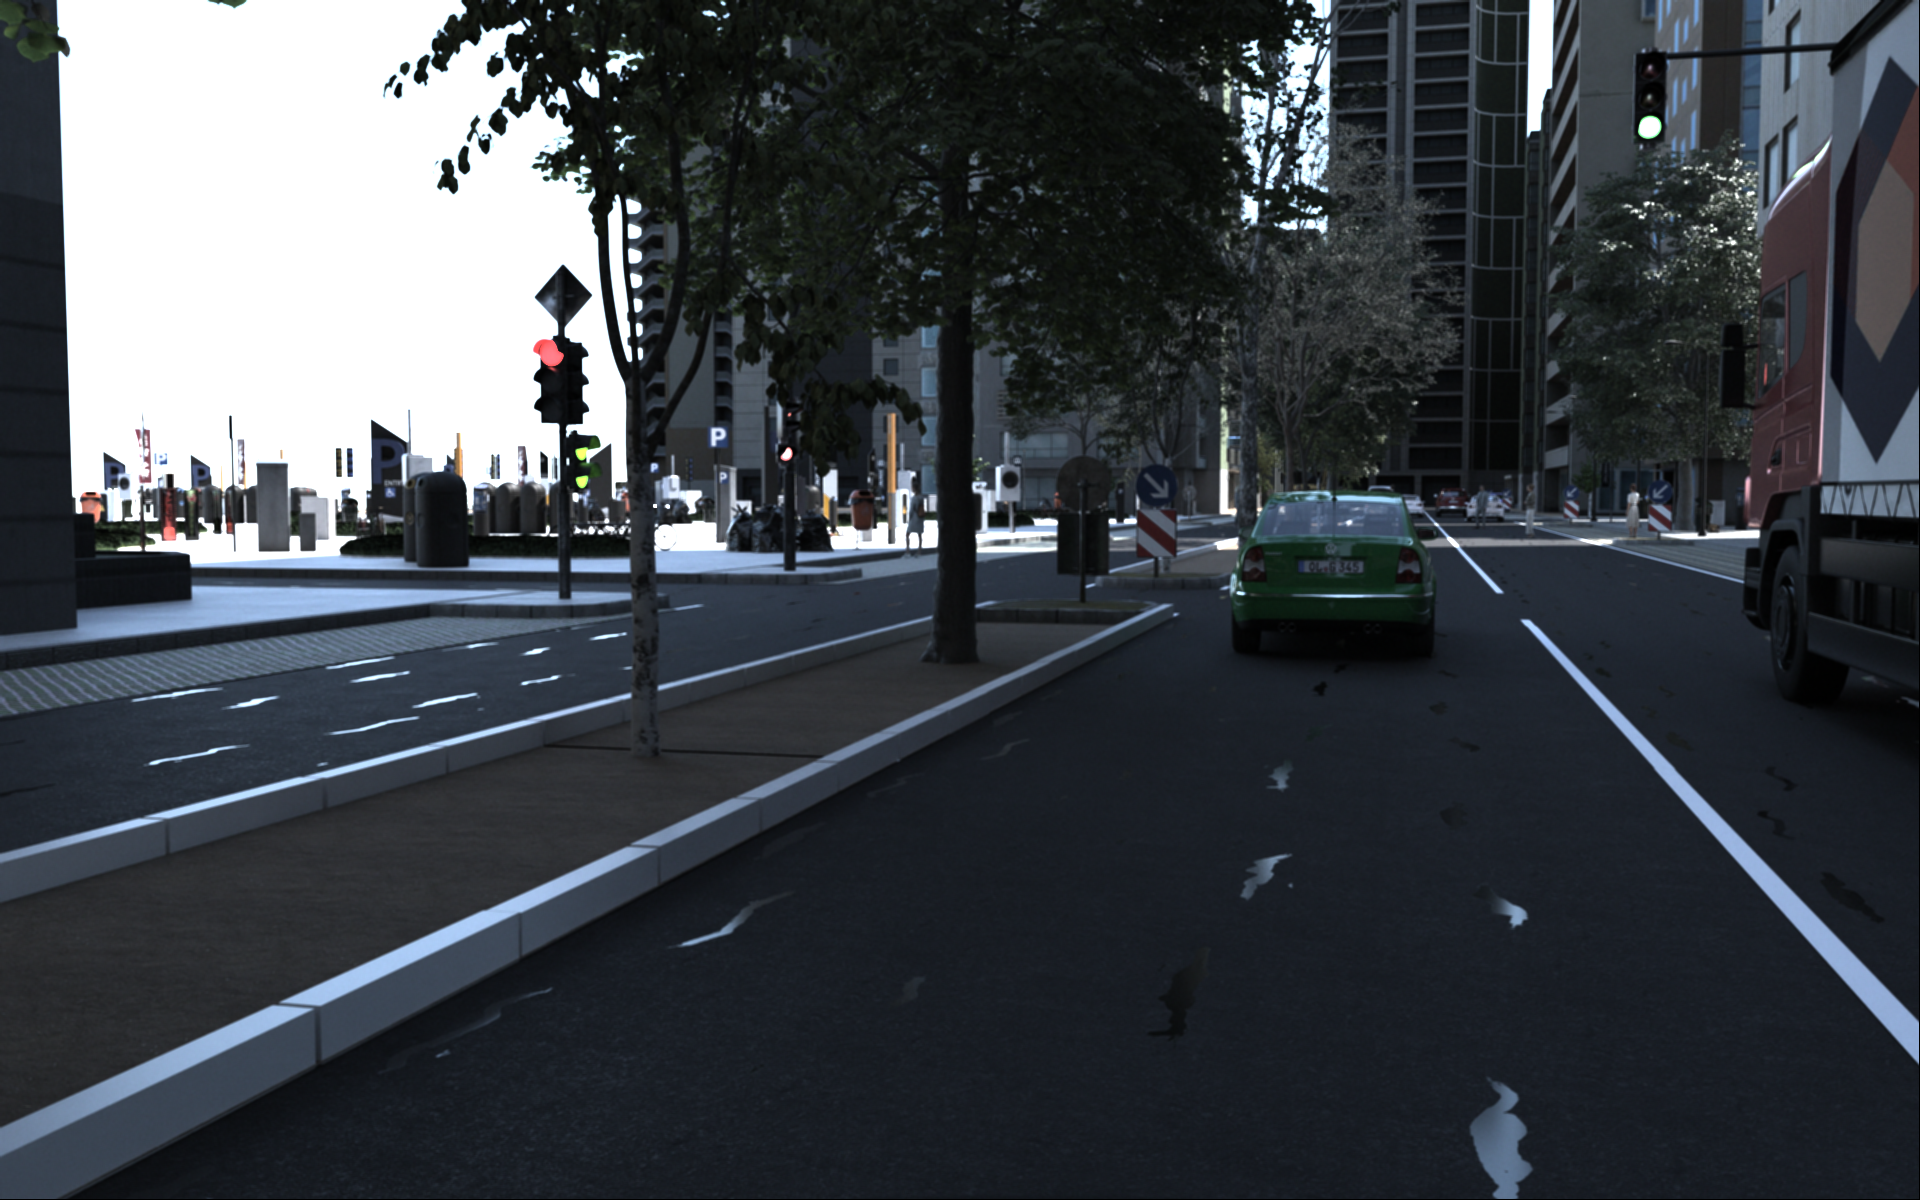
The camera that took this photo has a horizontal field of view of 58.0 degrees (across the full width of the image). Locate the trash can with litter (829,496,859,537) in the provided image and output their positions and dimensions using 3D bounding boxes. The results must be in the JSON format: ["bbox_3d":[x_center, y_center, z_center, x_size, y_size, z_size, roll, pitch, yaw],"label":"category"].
[{"bbox_3d":[-3.693,-2.531,52.446,1.678,1.210,2.233,0,4,2],"label":"trash can with litter"}]

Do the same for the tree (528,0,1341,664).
[{"bbox_3d":[-0.053,-5.762,14.799,7.486,12.596,7.792,0,3,0],"label":"tree"}]

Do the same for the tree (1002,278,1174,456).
[{"bbox_3d":[5.132,-8.267,69.575,7.601,10.594,8.767,1,4,12],"label":"tree"}]

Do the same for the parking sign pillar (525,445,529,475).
[{"bbox_3d":[-23.932,-6.518,95.039,1.447,3.967,1.447,-1,4,-18],"label":"parking sign pillar"}]

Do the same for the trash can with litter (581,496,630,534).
[{"bbox_3d":[-10.792,-2.531,52.441,2.233,1.210,1.678,-1,4,-23],"label":"trash can with litter"}]

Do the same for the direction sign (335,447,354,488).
[{"bbox_3d":[-29.779,-5.617,83.840,0.876,3.537,0.379,0,4,-3],"label":"direction sign"}]

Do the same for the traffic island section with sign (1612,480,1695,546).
[{"bbox_3d":[19.538,-2.463,48.900,1.989,1.847,2.006,1,4,14],"label":"traffic island section with sign"}]

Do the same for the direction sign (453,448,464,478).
[{"bbox_3d":[-24.643,-5.701,85.200,0.379,3.537,0.876,1,4,16],"label":"direction sign"}]

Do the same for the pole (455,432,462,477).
[{"bbox_3d":[-16.364,-3.839,56.603,0.158,3.312,0.155,0,3,0],"label":"pole"}]

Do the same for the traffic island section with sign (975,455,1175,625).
[{"bbox_3d":[1.302,-0.722,19.938,2.006,1.907,1.989,1,4,14],"label":"traffic island section with sign"}]

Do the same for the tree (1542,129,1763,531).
[{"bbox_3d":[25.257,-9.394,60.254,9.857,13.997,8.962,0,3,0],"label":"tree"}]

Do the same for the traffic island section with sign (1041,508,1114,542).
[{"bbox_3d":[3.625,-2.699,52.763,1.989,1.847,2.006,1,4,14],"label":"traffic island section with sign"}]

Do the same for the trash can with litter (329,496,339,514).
[{"bbox_3d":[-29.958,-4.312,81.562,2.233,1.210,1.678,-3,4,-36],"label":"trash can with litter"}]

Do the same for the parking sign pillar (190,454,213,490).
[{"bbox_3d":[-50.324,-7.733,114.912,1.447,3.967,1.447,-3,4,-38],"label":"parking sign pillar"}]

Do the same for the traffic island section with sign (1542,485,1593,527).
[{"bbox_3d":[26.293,-4.059,74.998,1.989,1.847,2.006,1,4,14],"label":"traffic island section with sign"}]

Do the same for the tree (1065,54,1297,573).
[{"bbox_3d":[3.377,-4.601,28.052,4.360,8.622,3.978,0,3,0],"label":"tree"}]

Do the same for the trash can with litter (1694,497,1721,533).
[{"bbox_3d":[25.018,-2.841,57.842,0.624,1.170,1.055,-1,4,-15],"label":"trash can with litter"}]

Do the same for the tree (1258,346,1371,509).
[{"bbox_3d":[14.539,-7.152,69.749,4.737,8.622,4.395,0,3,0],"label":"tree"}]

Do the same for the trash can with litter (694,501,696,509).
[{"bbox_3d":[-12.748,-4.415,83.571,1.055,1.170,0.624,2,4,23],"label":"trash can with litter"}]

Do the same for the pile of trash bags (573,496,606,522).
[{"bbox_3d":[-16.838,-4.311,80.238,3.447,1.369,1.912,-1,4,-9],"label":"pile of trash bags"}]

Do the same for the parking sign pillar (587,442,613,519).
[{"bbox_3d":[-18.541,-6.154,89.097,1.447,3.967,1.447,-3,5,-39],"label":"parking sign pillar"}]

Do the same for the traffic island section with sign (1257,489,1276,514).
[{"bbox_3d":[22.949,-7.268,127.461,1.989,1.847,2.006,1,4,14],"label":"traffic island section with sign"}]

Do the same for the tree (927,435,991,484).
[{"bbox_3d":[-0.210,-3.337,49.168,1.663,3.219,1.824,0,3,0],"label":"tree"}]

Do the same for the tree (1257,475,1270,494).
[{"bbox_3d":[26.620,-9.780,154.510,1.663,3.219,1.824,0,3,0],"label":"tree"}]

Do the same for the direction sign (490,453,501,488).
[{"bbox_3d":[-25.835,-6.387,96.419,0.876,3.537,0.379,3,4,38],"label":"direction sign"}]

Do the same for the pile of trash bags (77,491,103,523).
[{"bbox_3d":[-26.234,-2.409,49.146,3.447,1.369,1.912,-2,4,-34],"label":"pile of trash bags"}]

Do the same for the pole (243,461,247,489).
[{"bbox_3d":[-44.366,-6.951,107.489,0.158,3.312,0.155,0,3,0],"label":"pole"}]

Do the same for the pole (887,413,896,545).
[{"bbox_3d":[-1.731,-3.058,43.837,0.158,3.312,0.155,0,3,0],"label":"pole"}]

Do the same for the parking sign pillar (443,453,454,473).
[{"bbox_3d":[-33.297,-7.646,113.489,1.447,3.967,1.447,2,4,35],"label":"parking sign pillar"}]

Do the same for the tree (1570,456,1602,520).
[{"bbox_3d":[31.686,-5.692,87.668,1.663,3.219,1.824,0,3,0],"label":"tree"}]

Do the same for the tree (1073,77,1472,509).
[{"bbox_3d":[9.821,-8.466,51.239,12.009,13.543,11.850,0,3,0],"label":"tree"}]

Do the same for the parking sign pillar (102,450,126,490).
[{"bbox_3d":[-52.004,-7.227,106.629,1.447,3.967,1.447,-2,4,-33],"label":"parking sign pillar"}]

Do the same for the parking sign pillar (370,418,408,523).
[{"bbox_3d":[-20.101,-4.442,61.095,1.447,3.967,1.447,-1,4,-14],"label":"parking sign pillar"}]

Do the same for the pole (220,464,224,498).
[{"bbox_3d":[-50.429,-7.613,118.323,0.158,3.312,0.155,0,3,0],"label":"pole"}]

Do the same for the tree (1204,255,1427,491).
[{"bbox_3d":[12.842,-7.755,63.665,8.767,10.594,7.601,1,4,14],"label":"tree"}]

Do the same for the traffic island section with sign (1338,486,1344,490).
[{"bbox_3d":[21.979,-5.610,99.862,2.006,1.907,1.989,1,4,14],"label":"traffic island section with sign"}]

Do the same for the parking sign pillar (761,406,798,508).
[{"bbox_3d":[-5.921,-4.001,53.888,1.447,3.967,1.447,-1,4,-11],"label":"parking sign pillar"}]

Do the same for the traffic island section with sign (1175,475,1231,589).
[{"bbox_3d":[3.166,-1.160,27.107,2.006,1.907,1.989,1,4,14],"label":"traffic island section with sign"}]

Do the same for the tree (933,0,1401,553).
[{"bbox_3d":[5.301,-11.003,38.251,12.611,20.169,13.585,0,3,0],"label":"tree"}]

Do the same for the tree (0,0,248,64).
[{"bbox_3d":[-3.308,-5.030,2.831,7.486,12.596,7.792,0,3,0],"label":"tree"}]

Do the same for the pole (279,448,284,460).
[{"bbox_3d":[-30.245,-5.105,77.310,0.158,3.312,0.155,0,3,0],"label":"pole"}]

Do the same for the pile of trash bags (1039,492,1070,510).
[{"bbox_3d":[5.283,-5.225,95.189,1.912,1.369,3.447,0,4,-2],"label":"pile of trash bags"}]

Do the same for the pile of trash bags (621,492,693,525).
[{"bbox_3d":[-12.833,-3.930,74.004,1.912,1.369,3.447,-2,4,-34],"label":"pile of trash bags"}]

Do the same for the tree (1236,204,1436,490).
[{"bbox_3d":[16.585,-10.281,77.207,9.857,13.997,8.962,0,3,0],"label":"tree"}]

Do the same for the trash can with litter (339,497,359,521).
[{"bbox_3d":[-20.985,-2.951,59.641,0.624,1.170,1.055,-1,4,-10],"label":"trash can with litter"}]

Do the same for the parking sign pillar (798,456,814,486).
[{"bbox_3d":[-9.443,-7.276,107.430,1.447,3.967,1.447,-1,4,-10],"label":"parking sign pillar"}]

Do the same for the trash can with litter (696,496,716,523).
[{"bbox_3d":[-10.888,-3.949,75.955,0.624,1.170,1.055,2,4,34],"label":"trash can with litter"}]

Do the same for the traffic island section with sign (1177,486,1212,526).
[{"bbox_3d":[10.555,-4.337,79.540,1.989,1.847,2.006,1,4,14],"label":"traffic island section with sign"}]

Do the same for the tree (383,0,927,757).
[{"bbox_3d":[-1.734,-3.433,8.949,4.737,8.622,4.395,0,3,0],"label":"tree"}]

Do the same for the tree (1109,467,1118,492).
[{"bbox_3d":[8.653,-6.596,102.448,1.663,3.219,1.824,0,3,0],"label":"tree"}]

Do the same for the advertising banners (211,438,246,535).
[{"bbox_3d":[-23.021,-3.568,54.526,2.074,3.025,0.090,3,4,38],"label":"advertising banners"}]

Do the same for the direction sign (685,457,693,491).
[{"bbox_3d":[-16.572,-6.969,105.943,0.379,3.537,0.876,-3,4,-37],"label":"direction sign"}]

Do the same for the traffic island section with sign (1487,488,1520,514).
[{"bbox_3d":[38.792,-7.018,123.367,1.989,1.847,2.006,1,4,14],"label":"traffic island section with sign"}]

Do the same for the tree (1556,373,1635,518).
[{"bbox_3d":[33.751,-8.666,92.044,4.360,8.622,3.978,0,3,0],"label":"tree"}]

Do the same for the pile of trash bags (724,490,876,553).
[{"bbox_3d":[-3.485,-1.794,39.090,3.447,1.369,1.912,-2,4,-30],"label":"pile of trash bags"}]
